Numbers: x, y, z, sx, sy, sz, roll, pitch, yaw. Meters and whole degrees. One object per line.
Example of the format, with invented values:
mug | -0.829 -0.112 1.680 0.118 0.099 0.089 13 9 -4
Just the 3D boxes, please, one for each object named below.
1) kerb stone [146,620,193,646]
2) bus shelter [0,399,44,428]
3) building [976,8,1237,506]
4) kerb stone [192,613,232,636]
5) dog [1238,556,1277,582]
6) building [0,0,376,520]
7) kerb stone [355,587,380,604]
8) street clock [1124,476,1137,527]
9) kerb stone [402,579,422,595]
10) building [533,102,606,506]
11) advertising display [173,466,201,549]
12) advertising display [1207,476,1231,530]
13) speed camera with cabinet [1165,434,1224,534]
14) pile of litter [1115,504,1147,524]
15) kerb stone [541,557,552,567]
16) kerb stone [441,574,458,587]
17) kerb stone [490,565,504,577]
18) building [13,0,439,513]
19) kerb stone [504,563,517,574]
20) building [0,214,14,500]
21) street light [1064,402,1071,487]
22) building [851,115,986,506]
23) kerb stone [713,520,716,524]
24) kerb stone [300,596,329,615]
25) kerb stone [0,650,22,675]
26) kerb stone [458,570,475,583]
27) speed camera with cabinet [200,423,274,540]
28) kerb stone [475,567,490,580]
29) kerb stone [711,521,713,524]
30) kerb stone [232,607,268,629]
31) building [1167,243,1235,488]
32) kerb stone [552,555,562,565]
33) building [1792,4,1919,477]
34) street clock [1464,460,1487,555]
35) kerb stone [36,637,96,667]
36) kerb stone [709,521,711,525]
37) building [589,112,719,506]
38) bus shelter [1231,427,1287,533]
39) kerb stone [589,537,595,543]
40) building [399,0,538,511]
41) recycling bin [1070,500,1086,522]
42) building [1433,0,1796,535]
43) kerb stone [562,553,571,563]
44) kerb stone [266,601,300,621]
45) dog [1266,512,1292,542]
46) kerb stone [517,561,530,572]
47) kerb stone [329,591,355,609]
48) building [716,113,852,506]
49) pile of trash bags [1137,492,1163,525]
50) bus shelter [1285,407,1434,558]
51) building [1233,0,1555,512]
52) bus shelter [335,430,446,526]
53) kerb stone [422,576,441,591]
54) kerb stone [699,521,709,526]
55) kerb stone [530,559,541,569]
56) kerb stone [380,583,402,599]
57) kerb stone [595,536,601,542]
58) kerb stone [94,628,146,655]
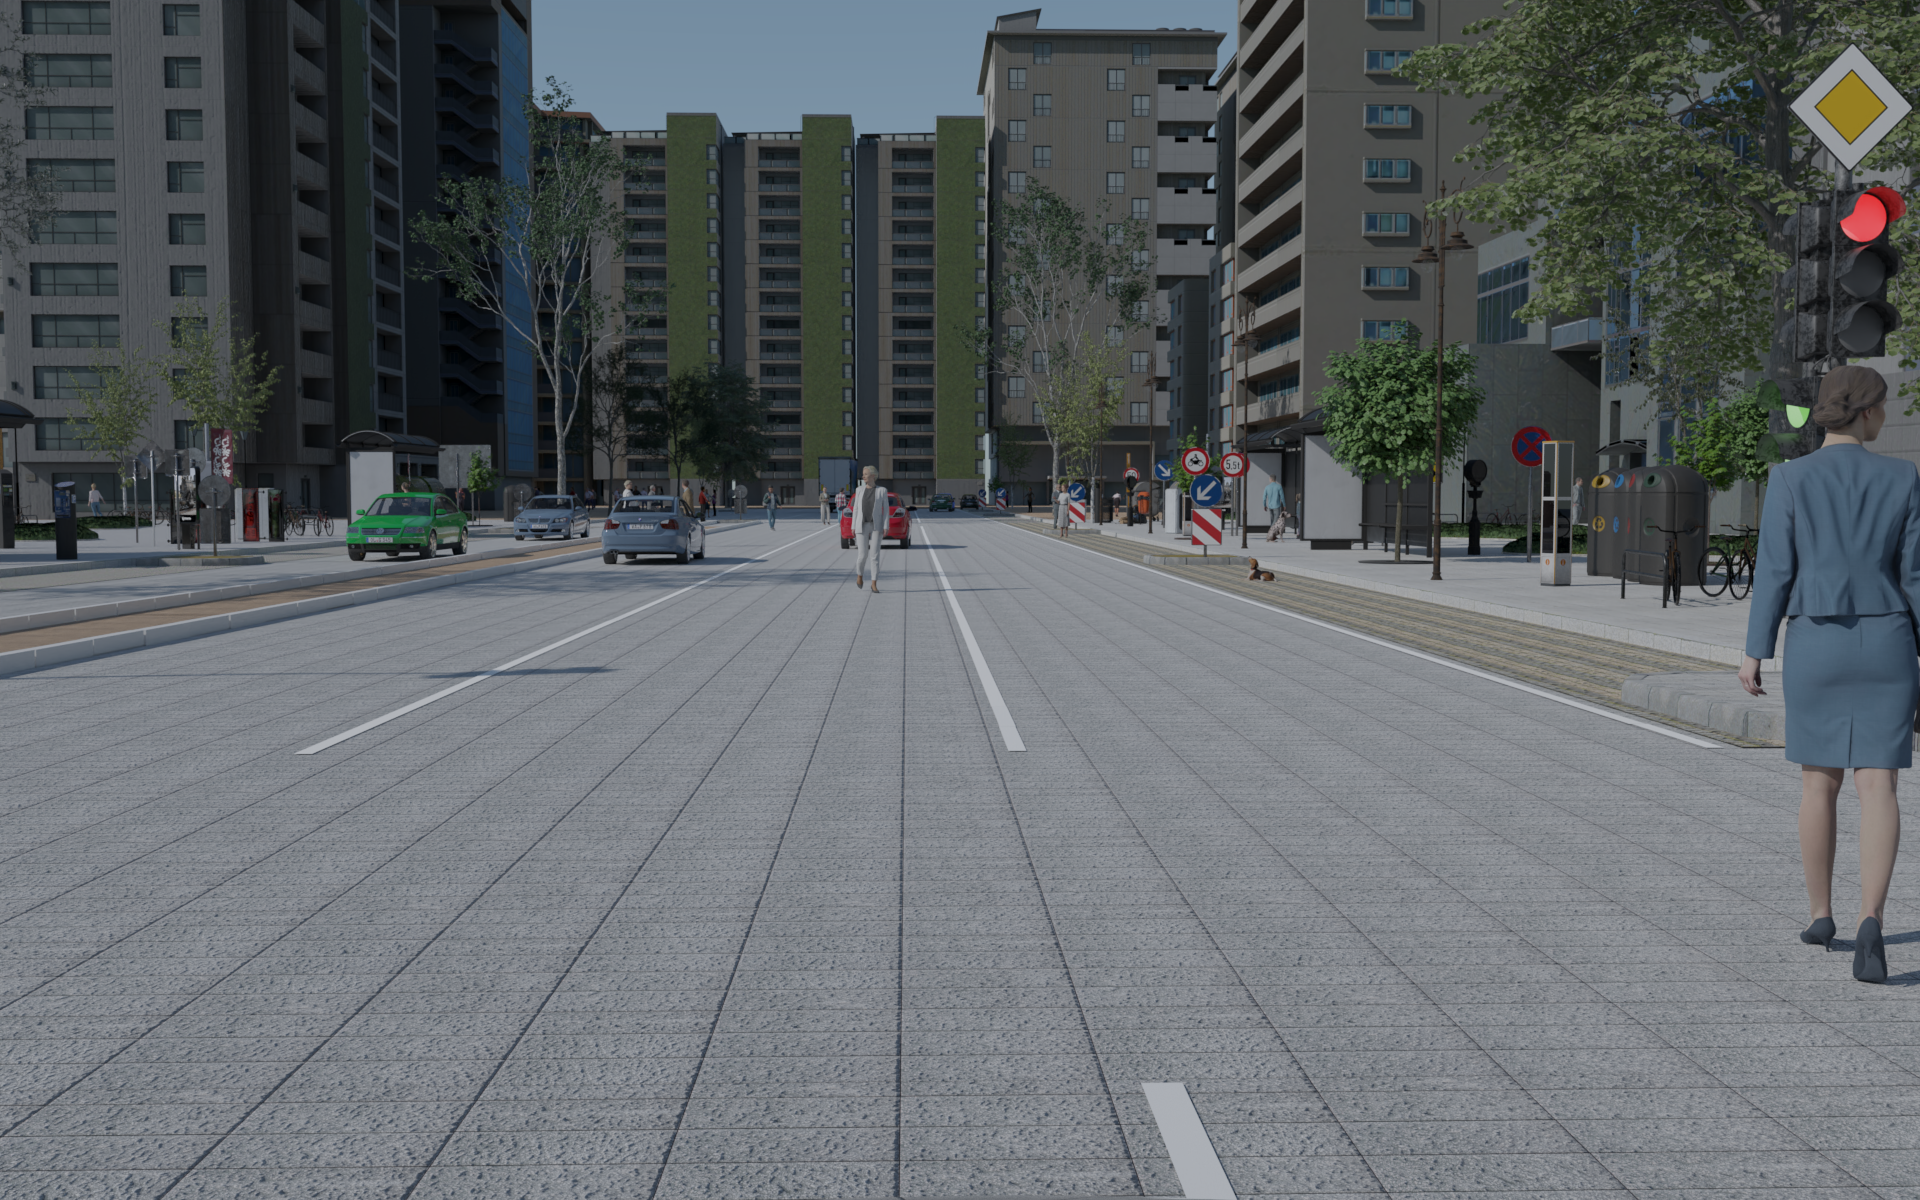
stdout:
kerb stone | -7.759 0.327 16.850 0.120 0.150 1.000 0 4 -2
bus shelter | -20.467 -2.466 34.238 2.014 3.302 5.546 0 4 -2
building | 16.169 -37.229 197.930 27.495 52.752 28.713 0 4 -2
kerb stone | -7.799 0.264 17.872 0.120 0.150 1.000 0 4 -2
dog | 4.898 -0.503 28.417 0.550 0.427 0.748 0 4 -3
building | -40.306 -19.572 91.701 14.160 30.474 14.107 0 4 -2
kerb stone | -7.951 -0.048 22.988 0.120 0.150 1.000 0 4 -2
street clock | 6.731 -3.904 68.395 0.471 2.002 0.358 -1 4 -23
kerb stone | -8.010 -0.174 25.039 0.120 0.150 1.000 0 4 -2
building | -54.141 -32.893 192.418 28.867 44.769 22.147 0 4 -2
advertising display | -17.979 -2.147 40.310 0.974 1.923 0.123 3 4 36
advertising display | 9.243 -3.449 61.600 0.974 1.923 0.123 0 4 6
speed camera with cabinet | 7.662 -3.799 56.455 2.038 3.252 0.660 -2 4 -32
pile of litter | 7.354 -3.706 74.550 1.719 0.858 1.176 -2 4 -28
kerb stone | -8.290 -0.734 34.252 0.120 0.150 1.000 0 4 -2
kerb stone | -8.084 -0.299 27.082 0.120 0.150 1.000 0 4 -2
kerb stone | -8.170 -0.484 30.159 0.120 0.150 1.000 0 4 -2
building | -44.369 -40.943 107.671 20.563 71.187 20.611 0 4 -2
kerb stone | -8.201 -0.550 31.182 0.120 0.150 1.000 0 4 -2
building | -63.323 -33.161 131.423 27.495 52.752 28.713 0 4 -2
street light | 5.361 -6.911 85.786 0.468 5.910 1.993 0 4 -2
building | -4.391 -30.996 190.374 14.086 41.232 14.154 0 4 -2
kerb stone | -11.845 -3.682 82.390 0.120 0.150 1.000 0 4 -2
kerb stone | -7.888 0.077 20.944 0.120 0.150 1.000 0 4 -2
kerb stone | -7.671 0.515 13.776 0.120 0.150 1.000 0 4 -2
kerb stone | -8.106 -0.353 28.107 0.120 0.150 1.000 0 4 -2
speed camera with cabinet | -20.442 -3.336 48.880 2.038 3.252 0.660 -1 4 -8
kerb stone | -8.136 -0.425 29.137 0.120 0.150 1.000 0 4 -2
kerb stone | -11.818 -3.619 81.362 0.120 0.150 1.000 0 4 -2
kerb stone | -7.824 0.202 18.901 0.120 0.150 1.000 0 4 -2
building | 31.964 -17.681 134.125 27.650 21.520 28.899 0 4 -2
kerb stone | -8.326 -0.794 35.284 0.120 0.150 1.000 0 4 -2
building | 35.125 -30.090 33.978 28.212 58.520 21.231 0 4 -2
street clock | 10.828 -1.948 36.422 0.471 2.002 0.358 -2 4 -31
kerb stone | -7.705 0.454 14.804 0.120 0.150 1.000 0 4 -2
kerb stone | -11.782 -3.556 80.339 0.120 0.150 1.000 0 4 -2
building | -32.532 -30.907 188.932 14.086 41.232 14.154 0 4 -2
bus shelter | 9.942 -3.678 54.054 2.014 3.302 5.546 0 4 -2
kerb stone | -10.878 -1.738 50.613 0.120 0.150 1.000 0 4 -2
building | -42.590 -29.863 138.375 14.200 45.320 14.600 0 4 -2
recycling bin | 5.395 -4.067 79.046 0.722 1.027 0.722 0 4 7
building | 33.042 -46.147 67.175 22.319 86.520 31.000 0 4 -2
kerb stone | -8.357 -0.863 36.305 0.120 0.150 1.000 0 4 -2
kerb stone | -7.862 0.139 19.922 0.120 0.150 1.000 0 4 -2
dog | 8.391 -1.946 46.189 0.513 0.831 0.800 -2 4 -30
kerb stone | -8.224 -0.612 32.208 0.120 0.150 1.000 0 4 -2
kerb stone | -7.923 0.015 21.966 0.120 0.150 1.000 0 4 -2
building | -18.463 -30.955 189.702 14.086 41.232 14.154 0 4 -2
pile of trash bags | 8.796 -3.795 71.794 3.447 1.369 1.912 3 5 40
bus shelter | 8.664 -2.646 37.185 2.014 3.302 5.546 0 4 -2
building | 29.798 -29.622 108.022 21.300 48.544 21.600 0 4 -2
bus shelter | -18.832 -3.895 57.611 2.014 3.302 5.546 0 4 -2
kerb stone | -8.045 -0.236 26.060 0.120 0.150 1.000 0 4 -2
kerb stone | -11.745 -3.493 79.301 0.120 0.150 1.000 0 4 -2
kerb stone | -8.258 -0.672 33.230 0.120 0.150 1.000 0 4 -2
kerb stone | -7.978 -0.111 24.017 0.120 0.150 1.000 0 4 -2
kerb stone | -10.917 -1.801 51.637 0.120 0.150 1.000 0 4 -2
kerb stone | -7.741 0.389 15.828 0.120 0.150 1.000 0 4 -2
